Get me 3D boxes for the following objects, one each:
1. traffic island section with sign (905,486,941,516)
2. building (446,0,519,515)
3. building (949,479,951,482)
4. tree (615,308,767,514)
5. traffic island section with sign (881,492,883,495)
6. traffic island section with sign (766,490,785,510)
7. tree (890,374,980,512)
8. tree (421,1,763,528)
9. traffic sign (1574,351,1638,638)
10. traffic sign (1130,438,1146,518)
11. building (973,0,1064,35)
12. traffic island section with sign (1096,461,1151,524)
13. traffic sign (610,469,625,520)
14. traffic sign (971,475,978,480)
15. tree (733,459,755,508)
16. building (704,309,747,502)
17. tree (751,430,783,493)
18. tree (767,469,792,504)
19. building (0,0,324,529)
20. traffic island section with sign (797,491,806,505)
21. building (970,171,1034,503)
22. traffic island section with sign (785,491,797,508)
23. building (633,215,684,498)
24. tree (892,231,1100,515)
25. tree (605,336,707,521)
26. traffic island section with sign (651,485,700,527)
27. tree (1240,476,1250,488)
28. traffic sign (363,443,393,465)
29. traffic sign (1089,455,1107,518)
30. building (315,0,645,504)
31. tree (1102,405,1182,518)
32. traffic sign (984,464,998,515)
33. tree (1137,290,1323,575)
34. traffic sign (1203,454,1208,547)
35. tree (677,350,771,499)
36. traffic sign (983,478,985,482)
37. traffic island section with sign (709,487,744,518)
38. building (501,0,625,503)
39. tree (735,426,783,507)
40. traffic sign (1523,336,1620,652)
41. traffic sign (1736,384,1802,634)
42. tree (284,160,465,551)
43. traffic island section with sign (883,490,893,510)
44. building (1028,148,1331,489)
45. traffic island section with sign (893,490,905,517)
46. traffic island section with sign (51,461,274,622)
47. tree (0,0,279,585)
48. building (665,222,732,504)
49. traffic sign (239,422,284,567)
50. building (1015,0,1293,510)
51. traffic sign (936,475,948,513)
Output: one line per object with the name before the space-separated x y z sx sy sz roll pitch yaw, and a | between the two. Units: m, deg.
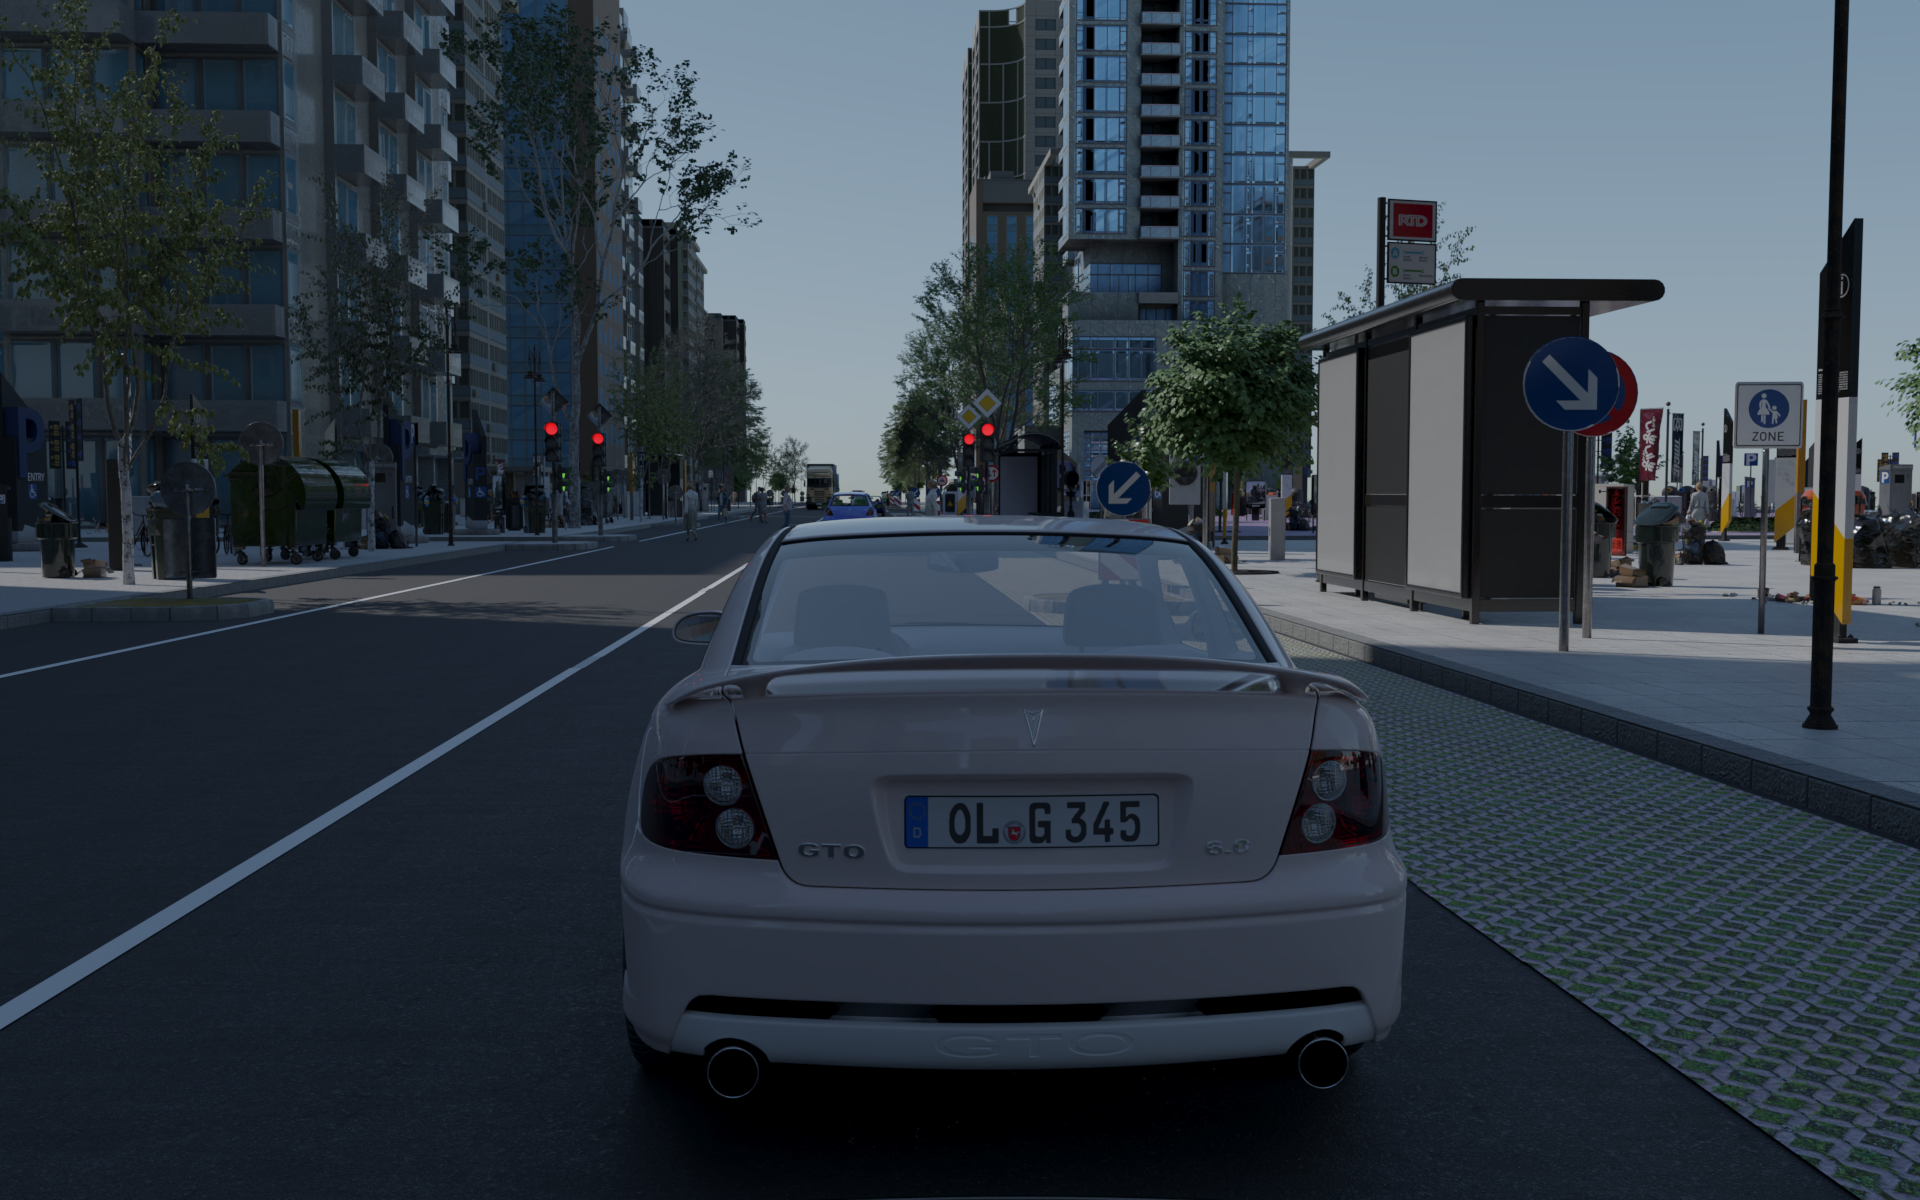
traffic island section with sign | -1.330 -4.184 77.039 1.989 1.847 2.006 0 4 -3
building | -42.697 -25.602 110.472 32.217 40.220 23.993 0 4 -3
building | 8.918 -51.343 277.717 20.563 71.187 20.611 0 4 -3
tree | -17.430 -12.448 113.893 12.009 13.543 11.850 0 3 0
traffic island section with sign | -7.165 -10.542 180.987 1.989 1.847 2.006 0 4 -3
traffic island section with sign | -16.719 -8.818 152.803 1.989 1.847 2.006 0 4 -3
tree | -1.623 -11.636 124.654 8.767 10.594 7.601 3 5 43
tree | -13.911 -12.831 65.680 12.611 20.169 13.585 0 3 0
traffic sign | 5.586 -0.933 15.355 0.768 2.556 0.104 0 4 3
traffic sign | 3.924 -2.248 36.863 0.768 2.556 0.104 0 4 4
building | 10.424 -50.055 256.649 20.563 71.187 20.611 0 4 -3
traffic island section with sign | 1.805 -0.784 21.441 1.989 1.847 2.006 0 4 -3
traffic sign | -17.198 -5.312 86.961 0.768 2.556 0.104 0 4 4
traffic sign | 0.822 -7.108 116.315 0.768 2.556 0.104 0 4 0
tree | -20.100 -10.599 157.003 4.285 4.588 4.351 0 3 0
building | -41.333 -30.763 274.678 14.160 30.474 14.107 0 4 -3
tree | -21.788 -14.881 193.672 4.737 8.622 4.395 0 3 0
tree | -23.019 -14.396 219.095 4.285 4.588 4.351 0 3 0
building | -35.164 -27.878 75.410 23.786 49.044 30.456 0 4 -3
traffic island section with sign | -21.351 -13.859 235.218 1.989 1.847 2.006 0 4 -3
building | 8.651 -36.075 239.939 14.600 45.320 14.200 0 4 -3
traffic island section with sign | -18.260 -10.500 180.302 1.989 1.847 2.006 0 4 -3
building | -36.543 -24.980 180.131 14.160 30.474 14.107 0 4 -3
tree | 1.765 -8.815 69.888 9.928 11.665 9.643 0 3 0
tree | -14.795 -8.006 81.264 4.737 8.622 4.395 0 3 0
traffic island section with sign | -12.387 -4.096 75.596 1.989 1.847 2.006 0 4 -3
tree | 20.027 -10.488 121.846 4.737 8.622 4.395 0 3 0
traffic sign | -14.529 -2.638 43.244 0.768 2.556 0.104 0 4 4
traffic sign | 4.637 -3.479 56.993 0.768 2.556 0.104 0 4 1
building | -40.935 -32.860 156.872 23.786 49.044 30.456 0 4 -3
tree | 3.818 -2.421 34.191 1.663 3.219 1.824 0 3 0
traffic sign | 1.363 -4.542 74.369 0.768 2.556 0.104 0 4 3
tree | 4.468 -2.706 27.956 4.285 4.588 4.351 0 3 0
traffic sign | 4.360 -1.876 30.775 0.768 2.556 0.104 0 4 6
tree | -18.890 -13.372 136.764 7.486 12.596 7.792 0 3 0
traffic sign | 1.518 -6.811 111.463 0.768 2.556 0.104 0 4 1
traffic island section with sign | -13.938 -5.793 103.340 1.989 1.847 2.006 0 4 -3
building | -34.284 -29.659 135.036 14.600 45.320 14.200 0 4 -3
tree | -21.007 -13.750 175.167 4.360 8.622 3.978 0 3 0
traffic sign | 4.928 -0.853 14.058 0.768 2.556 0.104 0 4 3
traffic sign | 7.364 -0.839 15.854 0.606 2.300 0.079 0 4 4
tree | -13.245 -5.411 38.831 4.360 8.622 3.978 0 3 0
traffic island section with sign | -5.652 -8.892 154.006 1.989 1.847 2.006 0 4 -3
building | 20.663 -30.183 185.369 32.217 40.220 23.993 0 4 -3
traffic island section with sign | -2.834 -5.830 103.952 1.989 1.847 2.006 0 4 -3
traffic island section with sign | -9.270 -0.721 20.415 1.989 1.847 2.006 0 4 -3
tree | -11.673 -4.510 24.103 4.737 8.622 4.395 0 3 0
building | -48.006 -32.968 230.903 32.217 40.220 23.993 0 4 -3
traffic sign | -12.287 -1.858 30.478 0.768 2.556 0.104 0 4 -3
building | 17.466 -51.575 155.916 22.319 86.520 31.000 0 4 -3
traffic sign | -1.174 -7.010 114.712 0.768 2.556 0.104 0 4 -1
